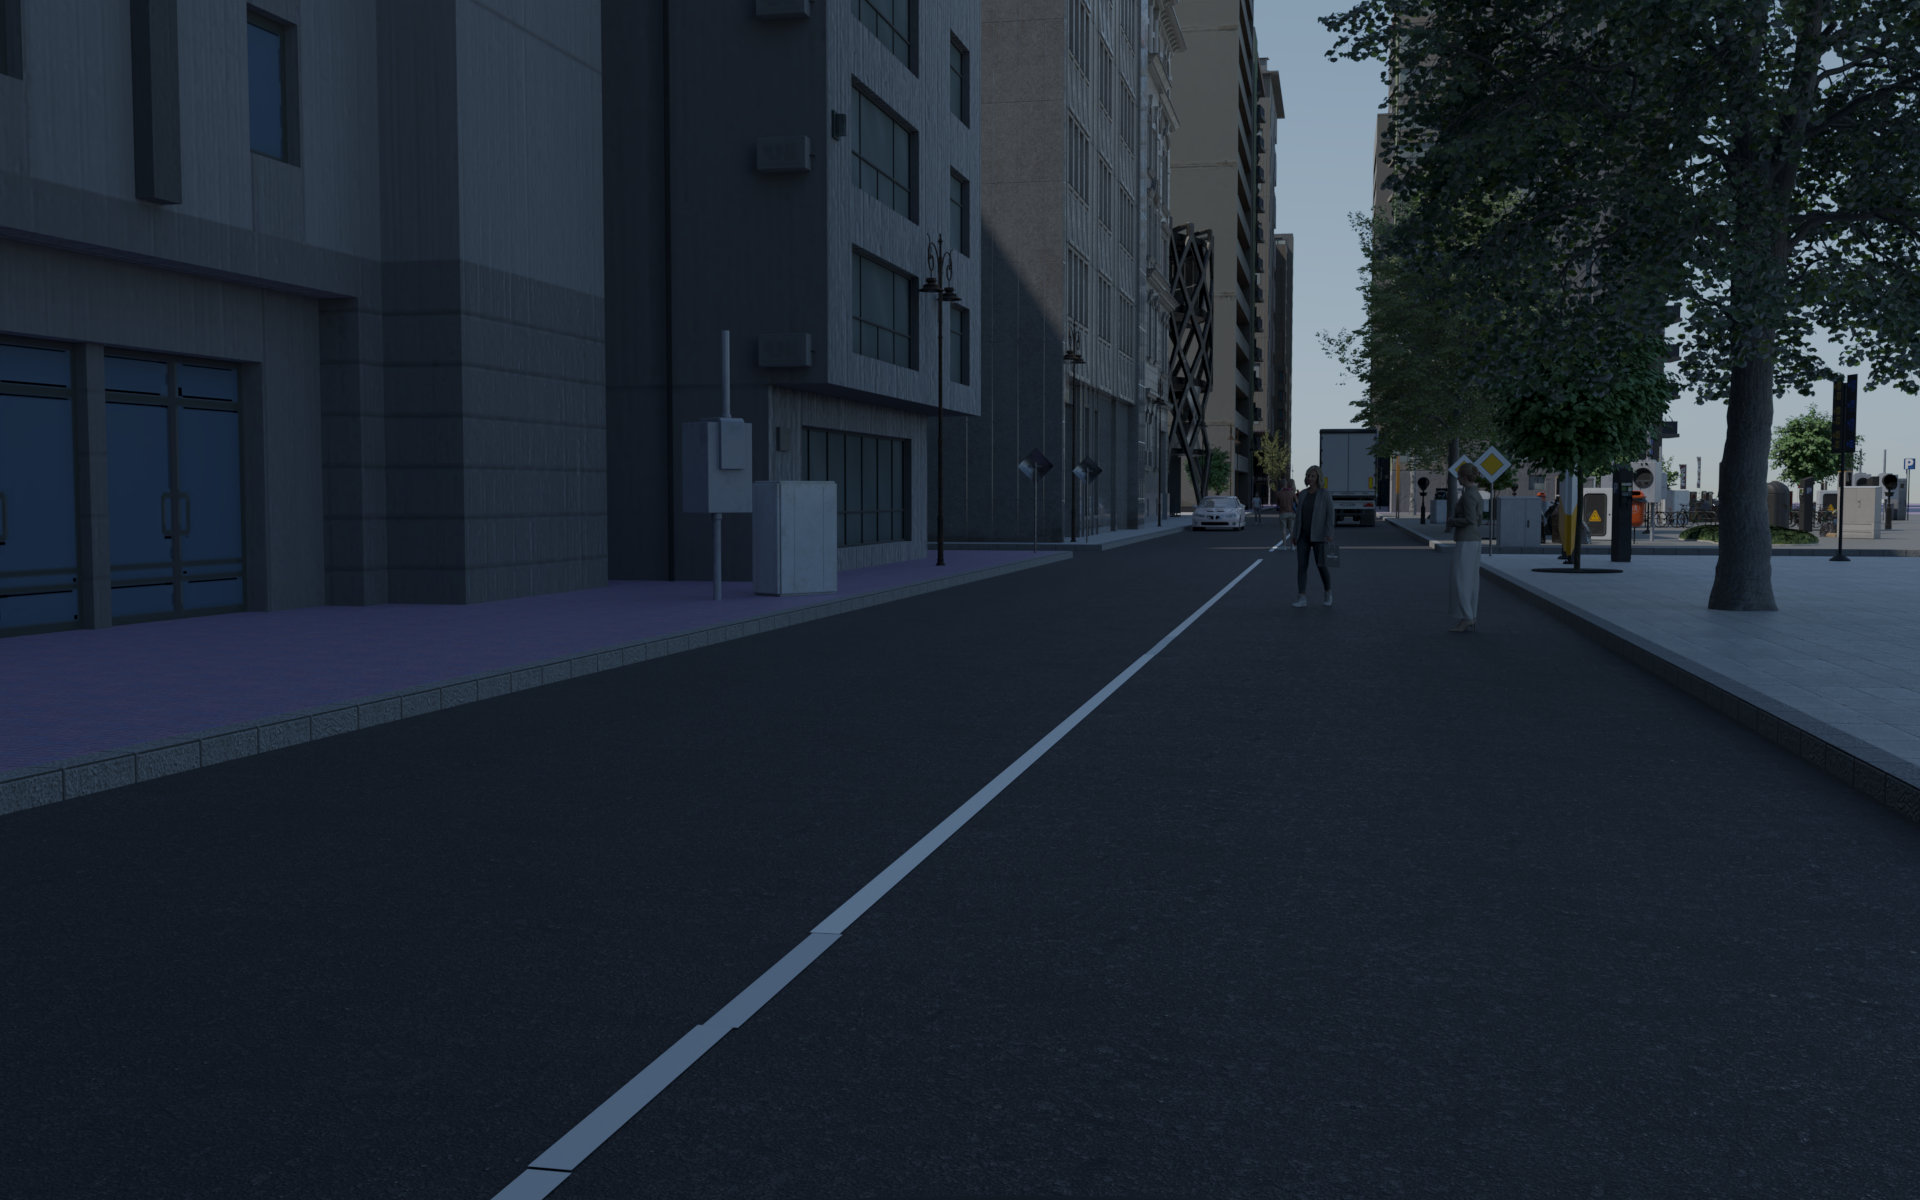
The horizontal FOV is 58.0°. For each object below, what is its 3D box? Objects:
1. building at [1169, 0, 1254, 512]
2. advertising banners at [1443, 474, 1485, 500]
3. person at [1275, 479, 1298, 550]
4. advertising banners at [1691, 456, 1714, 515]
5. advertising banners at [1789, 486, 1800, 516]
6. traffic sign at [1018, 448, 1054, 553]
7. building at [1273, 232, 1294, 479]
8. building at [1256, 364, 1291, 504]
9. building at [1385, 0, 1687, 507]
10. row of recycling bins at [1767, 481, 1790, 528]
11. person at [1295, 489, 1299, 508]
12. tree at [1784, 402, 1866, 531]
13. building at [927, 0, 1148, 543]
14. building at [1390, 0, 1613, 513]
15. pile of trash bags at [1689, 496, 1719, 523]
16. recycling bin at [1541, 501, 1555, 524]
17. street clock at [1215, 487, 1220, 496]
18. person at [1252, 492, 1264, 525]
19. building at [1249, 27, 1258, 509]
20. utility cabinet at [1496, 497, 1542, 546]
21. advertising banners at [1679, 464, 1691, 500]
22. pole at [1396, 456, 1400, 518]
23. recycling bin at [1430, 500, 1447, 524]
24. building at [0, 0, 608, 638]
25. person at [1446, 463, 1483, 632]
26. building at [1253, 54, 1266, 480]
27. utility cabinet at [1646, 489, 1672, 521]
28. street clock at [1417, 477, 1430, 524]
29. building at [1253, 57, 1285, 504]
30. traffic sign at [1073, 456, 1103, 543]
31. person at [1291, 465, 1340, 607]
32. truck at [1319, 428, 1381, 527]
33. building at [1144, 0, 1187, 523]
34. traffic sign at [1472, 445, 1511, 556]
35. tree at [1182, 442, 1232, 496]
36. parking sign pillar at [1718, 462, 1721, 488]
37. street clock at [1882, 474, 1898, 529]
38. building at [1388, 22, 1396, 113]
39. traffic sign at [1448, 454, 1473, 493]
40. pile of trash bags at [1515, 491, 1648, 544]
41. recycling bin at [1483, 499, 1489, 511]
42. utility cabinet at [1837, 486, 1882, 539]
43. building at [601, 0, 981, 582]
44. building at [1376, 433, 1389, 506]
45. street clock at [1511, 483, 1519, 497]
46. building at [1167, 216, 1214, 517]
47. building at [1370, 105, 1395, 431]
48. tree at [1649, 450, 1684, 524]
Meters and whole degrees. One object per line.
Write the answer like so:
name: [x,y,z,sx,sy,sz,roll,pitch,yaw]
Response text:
building: [10.858,-31.055,131.446,21.300,48.544,21.600,1,4,12]
advertising banners: [22.182,-4.872,75.848,2.074,3.025,0.090,0,4,-2]
person: [8.409,-2.196,44.384,0.573,1.828,0.580,3,5,42]
advertising banners: [34.980,-5.210,81.372,0.090,3.025,2.074,3,5,45]
advertising banners: [40.496,-5.416,84.732,0.090,3.025,2.074,-2,4,-32]
traffic sign: [1.638,-2.078,37.617,0.795,2.450,0.064,1,4,12]
building: [43.629,-35.591,265.502,14.154,41.232,14.086,1,4,12]
building: [32.604,-24.554,246.503,27.650,21.520,28.899,1,4,12]
building: [46.985,-29.919,143.795,22.147,44.769,28.867,1,4,12]
row of recycling bins: [26.310,-3.057,57.099,1.069,1.692,3.534,0,4,5]
person: [27.314,-8.057,140.169,1.348,1.831,0.705,1,4,19]
tree: [29.956,-4.735,61.131,4.285,4.588,4.351,0,3,0]
building: [-1.074,-14.535,55.666,12.078,24.808,19.932,1,4,12]
building: [38.100,-26.910,123.577,14.154,41.232,14.086,1,4,12]
pile of trash bags: [37.960,-4.705,86.672,3.447,1.369,1.912,2,4,23]
recycling bin: [21.091,-3.068,62.722,0.722,1.027,0.722,-3,5,-44]
street clock: [16.563,-6.534,111.402,0.358,2.002,0.471,1,4,13]
person: [14.009,-4.302,81.429,0.503,1.515,0.523,-3,4,-36]
building: [17.922,-28.444,148.656,14.154,41.232,14.086,1,4,12]
utility cabinet: [13.806,-1.934,42.787,1.020,1.237,0.306,0,4,0]
advertising banners: [42.914,-6.428,101.283,2.074,3.025,0.090,-1,4,-12]
pole: [23.350,-6.024,92.343,0.158,3.312,0.155,0,3,0]
recycling bin: [20.929,-3.843,75.385,0.722,1.027,0.722,0,4,-6]
building: [-18.098,-28.670,10.755,21.231,58.520,28.212,1,4,12]
person: [5.279,-0.558,18.165,0.362,1.759,0.519,2,4,29]
building: [18.581,-31.606,171.380,22.147,44.769,28.867,1,4,12]
utility cabinet: [33.126,-4.489,82.080,0.318,1.500,1.173,-2,4,-32]
street clock: [19.640,-4.212,73.431,0.471,2.002,0.358,0,4,4]
building: [25.481,-38.380,216.752,28.713,52.752,27.495,1,4,12]
traffic sign: [3.338,-2.555,45.420,0.795,2.450,0.064,1,4,12]
person: [4.578,-0.819,22.066,0.709,1.800,0.728,3,5,43]
truck: [17.881,-5.536,79.431,2.839,4.237,11.283,1,4,13]
building: [2.147,-17.722,77.140,14.401,28.519,23.554,1,4,12]
traffic sign: [10.911,-1.954,35.583,0.795,2.450,0.064,1,4,12]
tree: [15.384,-7.557,107.266,4.285,4.588,4.351,0,3,0]
parking sign pillar: [44.838,-6.865,100.709,1.447,3.967,1.447,-3,5,-41]
street clock: [33.771,-3.571,62.954,0.471,2.002,0.358,1,4,12]
building: [72.073,-50.179,258.675,20.563,71.187,20.611,1,4,12]
traffic sign: [12.611,-2.431,43.386,0.795,2.450,0.064,1,4,12]
pile of trash bags: [15.961,-2.147,44.859,3.447,1.369,1.912,2,4,24]
recycling bin: [27.086,-4.661,88.757,0.722,1.027,0.722,0,4,3]
utility cabinet: [25.756,-2.504,49.619,0.318,1.500,1.173,-2,4,-26]
building: [-7.167,-15.939,32.300,14.107,30.474,14.160,1,4,12]
building: [53.181,-52.543,171.752,22.319,86.520,31.000,1,4,12]
street clock: [36.516,-6.700,114.111,0.471,2.002,0.358,0,4,0]
building: [5.648,-14.058,97.294,16.820,18.784,16.811,1,4,12]
building: [60.668,-35.773,208.598,21.300,48.544,21.600,1,4,12]
tree: [30.650,-4.972,75.893,1.663,3.219,1.824,0,3,0]
